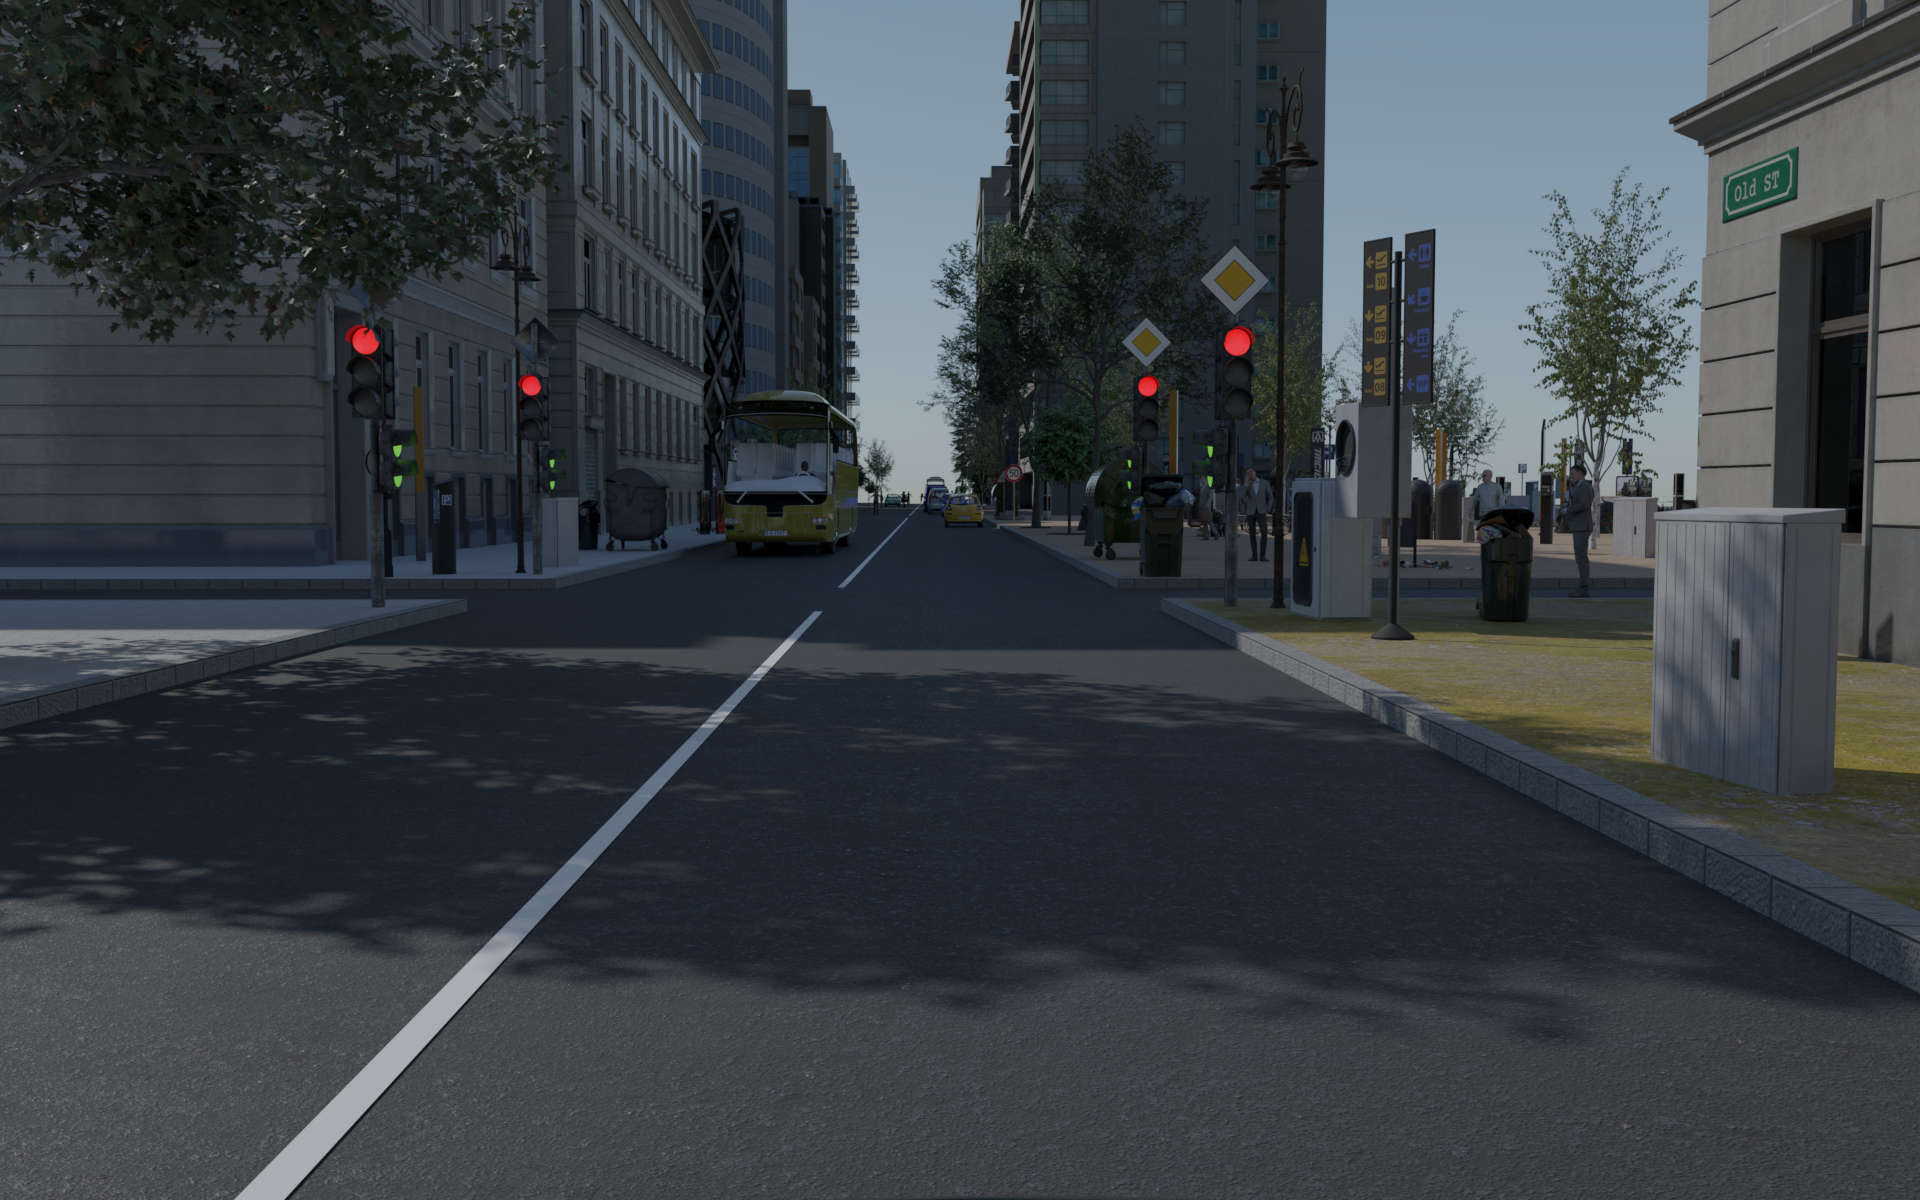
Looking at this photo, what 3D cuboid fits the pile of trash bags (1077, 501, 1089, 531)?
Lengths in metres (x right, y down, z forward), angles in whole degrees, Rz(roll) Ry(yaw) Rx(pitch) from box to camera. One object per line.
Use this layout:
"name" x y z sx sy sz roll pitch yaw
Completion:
"pile of trash bags" 5.720 -3.109 60.588 3.447 1.369 1.912 3 5 40

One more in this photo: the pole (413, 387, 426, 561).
"pole" -10.321 -2.399 33.064 0.158 3.312 0.155 0 3 0

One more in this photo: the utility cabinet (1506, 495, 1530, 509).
"utility cabinet" 26.313 -4.313 81.680 1.020 1.237 0.306 1 4 10

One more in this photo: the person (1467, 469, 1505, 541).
"person" 10.320 -1.681 34.006 0.782 1.767 0.515 2 4 35

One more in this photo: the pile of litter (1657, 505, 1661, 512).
"pile of litter" 30.382 -3.738 75.088 1.719 0.858 1.176 0 4 -3

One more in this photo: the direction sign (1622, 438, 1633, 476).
"direction sign" 27.041 -4.785 70.230 0.876 3.537 0.379 -3 5 -44

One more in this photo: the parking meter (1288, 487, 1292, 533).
"parking meter" 11.108 -3.006 57.551 0.372 1.533 0.369 0 3 0

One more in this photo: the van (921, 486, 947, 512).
"van" -1.928 -8.178 138.097 2.240 2.365 5.245 0 4 -3

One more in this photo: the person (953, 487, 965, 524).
"person" -0.063 -4.582 83.685 0.520 1.790 0.573 -2 4 -26

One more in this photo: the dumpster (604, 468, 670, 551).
"dumpster" -7.362 -2.059 39.422 1.264 1.857 1.865 0 4 -1

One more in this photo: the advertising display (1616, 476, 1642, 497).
"advertising display" 23.423 -3.400 60.802 0.123 1.923 0.974 -2 4 -25

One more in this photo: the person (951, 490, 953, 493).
"person" -0.840 -10.390 178.513 0.705 1.807 1.348 -1 4 -14

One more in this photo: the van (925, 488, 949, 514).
"van" -1.489 -7.181 124.421 2.013 2.044 4.112 0 4 -2

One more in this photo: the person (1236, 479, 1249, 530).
"person" 9.935 -3.383 61.453 0.679 1.850 0.850 0 4 2

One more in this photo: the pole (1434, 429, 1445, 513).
"pole" 15.083 -3.716 54.597 0.158 3.312 0.155 0 3 0

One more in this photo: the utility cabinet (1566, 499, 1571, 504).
"utility cabinet" 32.180 -4.890 91.105 1.020 1.237 0.306 -1 4 -16

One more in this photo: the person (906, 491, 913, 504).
"person" -7.127 -14.166 240.079 1.348 1.831 0.705 1 4 19

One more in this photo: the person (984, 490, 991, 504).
"person" 3.317 -12.688 213.587 1.348 1.812 0.705 -2 4 -34

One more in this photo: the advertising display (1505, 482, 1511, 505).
"advertising display" 28.443 -5.200 90.228 0.123 1.923 0.974 3 5 41

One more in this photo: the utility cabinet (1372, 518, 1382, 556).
"utility cabinet" 7.983 -1.628 35.303 1.173 1.500 0.318 0 4 8

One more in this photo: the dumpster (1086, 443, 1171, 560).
"dumpster" 3.311 -1.940 34.217 1.502 2.255 1.985 0 4 -1

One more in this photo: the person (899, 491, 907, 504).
"person" -7.999 -14.336 242.825 1.348 1.831 0.705 -1 4 -22

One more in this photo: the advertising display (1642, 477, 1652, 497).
"advertising display" 26.301 -3.786 67.121 0.974 1.923 0.123 0 4 3

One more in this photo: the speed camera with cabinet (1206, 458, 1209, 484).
"speed camera with cabinet" 13.694 -6.153 94.942 0.660 3.252 2.038 1 4 10

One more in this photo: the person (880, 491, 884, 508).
"person" -7.956 -10.214 176.056 0.434 1.755 0.990 0 4 -7

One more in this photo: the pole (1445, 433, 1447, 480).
"pole" 16.110 -3.905 57.693 0.158 3.312 0.155 0 3 0

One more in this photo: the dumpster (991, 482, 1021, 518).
"dumpster" 2.421 -5.383 90.507 1.502 2.255 1.985 0 4 -1

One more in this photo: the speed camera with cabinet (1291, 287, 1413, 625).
"speed camera with cabinet" 3.891 -1.407 17.344 0.660 3.252 2.038 0 4 -6

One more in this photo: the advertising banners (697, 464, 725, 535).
"advertising banners" -7.672 -3.620 55.379 0.090 3.025 2.074 2 4 34

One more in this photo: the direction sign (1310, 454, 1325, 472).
"direction sign" 20.141 -6.461 97.640 0.876 3.537 0.379 0 4 -8

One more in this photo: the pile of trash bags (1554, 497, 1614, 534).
"pile of trash bags" 20.234 -2.828 55.993 1.912 1.369 3.447 1 4 18

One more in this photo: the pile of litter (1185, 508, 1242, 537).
"pile of litter" 7.637 -2.341 52.246 1.719 0.858 1.176 1 4 12

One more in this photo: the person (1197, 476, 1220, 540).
"person" 6.808 -2.559 48.011 0.853 1.813 0.709 -2 4 -31

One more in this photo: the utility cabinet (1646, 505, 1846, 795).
"utility cabinet" 3.540 0.201 7.873 0.306 1.237 1.020 -1 4 -8

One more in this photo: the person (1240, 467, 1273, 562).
"person" 5.654 -1.638 33.005 0.592 1.802 0.473 2 4 32

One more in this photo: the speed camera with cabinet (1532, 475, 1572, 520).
"speed camera with cabinet" 29.007 -5.528 84.711 2.038 3.252 0.660 -1 4 -21

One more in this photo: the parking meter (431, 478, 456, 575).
"parking meter" -8.270 -1.182 27.734 0.372 1.533 0.369 0 3 0

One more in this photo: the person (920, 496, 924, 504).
"person" -5.822 -15.153 259.504 1.065 1.426 0.557 2 4 30

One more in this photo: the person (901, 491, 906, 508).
"person" -5.816 -10.300 177.622 0.721 1.735 1.217 1 4 14

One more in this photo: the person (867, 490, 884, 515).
"person" -5.900 -6.824 120.793 1.217 1.743 0.721 1 4 14

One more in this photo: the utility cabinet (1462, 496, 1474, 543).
"utility cabinet" 13.481 -2.130 45.987 0.306 1.237 1.020 1 4 15

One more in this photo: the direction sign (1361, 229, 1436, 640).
"direction sign" 3.836 -1.422 15.246 0.379 3.537 0.876 -2 4 -28

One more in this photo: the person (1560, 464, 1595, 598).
"person" 8.604 -0.970 24.166 0.447 1.846 0.655 1 4 21

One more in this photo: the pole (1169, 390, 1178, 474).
"pole" 4.204 -2.465 34.140 0.158 3.312 0.155 0 3 0

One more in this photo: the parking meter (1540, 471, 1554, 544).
"parking meter" 15.019 -2.361 44.318 0.255 1.863 0.399 2 4 31

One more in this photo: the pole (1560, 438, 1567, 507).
"pole" 21.983 -4.235 63.093 0.158 3.312 0.155 0 3 0
